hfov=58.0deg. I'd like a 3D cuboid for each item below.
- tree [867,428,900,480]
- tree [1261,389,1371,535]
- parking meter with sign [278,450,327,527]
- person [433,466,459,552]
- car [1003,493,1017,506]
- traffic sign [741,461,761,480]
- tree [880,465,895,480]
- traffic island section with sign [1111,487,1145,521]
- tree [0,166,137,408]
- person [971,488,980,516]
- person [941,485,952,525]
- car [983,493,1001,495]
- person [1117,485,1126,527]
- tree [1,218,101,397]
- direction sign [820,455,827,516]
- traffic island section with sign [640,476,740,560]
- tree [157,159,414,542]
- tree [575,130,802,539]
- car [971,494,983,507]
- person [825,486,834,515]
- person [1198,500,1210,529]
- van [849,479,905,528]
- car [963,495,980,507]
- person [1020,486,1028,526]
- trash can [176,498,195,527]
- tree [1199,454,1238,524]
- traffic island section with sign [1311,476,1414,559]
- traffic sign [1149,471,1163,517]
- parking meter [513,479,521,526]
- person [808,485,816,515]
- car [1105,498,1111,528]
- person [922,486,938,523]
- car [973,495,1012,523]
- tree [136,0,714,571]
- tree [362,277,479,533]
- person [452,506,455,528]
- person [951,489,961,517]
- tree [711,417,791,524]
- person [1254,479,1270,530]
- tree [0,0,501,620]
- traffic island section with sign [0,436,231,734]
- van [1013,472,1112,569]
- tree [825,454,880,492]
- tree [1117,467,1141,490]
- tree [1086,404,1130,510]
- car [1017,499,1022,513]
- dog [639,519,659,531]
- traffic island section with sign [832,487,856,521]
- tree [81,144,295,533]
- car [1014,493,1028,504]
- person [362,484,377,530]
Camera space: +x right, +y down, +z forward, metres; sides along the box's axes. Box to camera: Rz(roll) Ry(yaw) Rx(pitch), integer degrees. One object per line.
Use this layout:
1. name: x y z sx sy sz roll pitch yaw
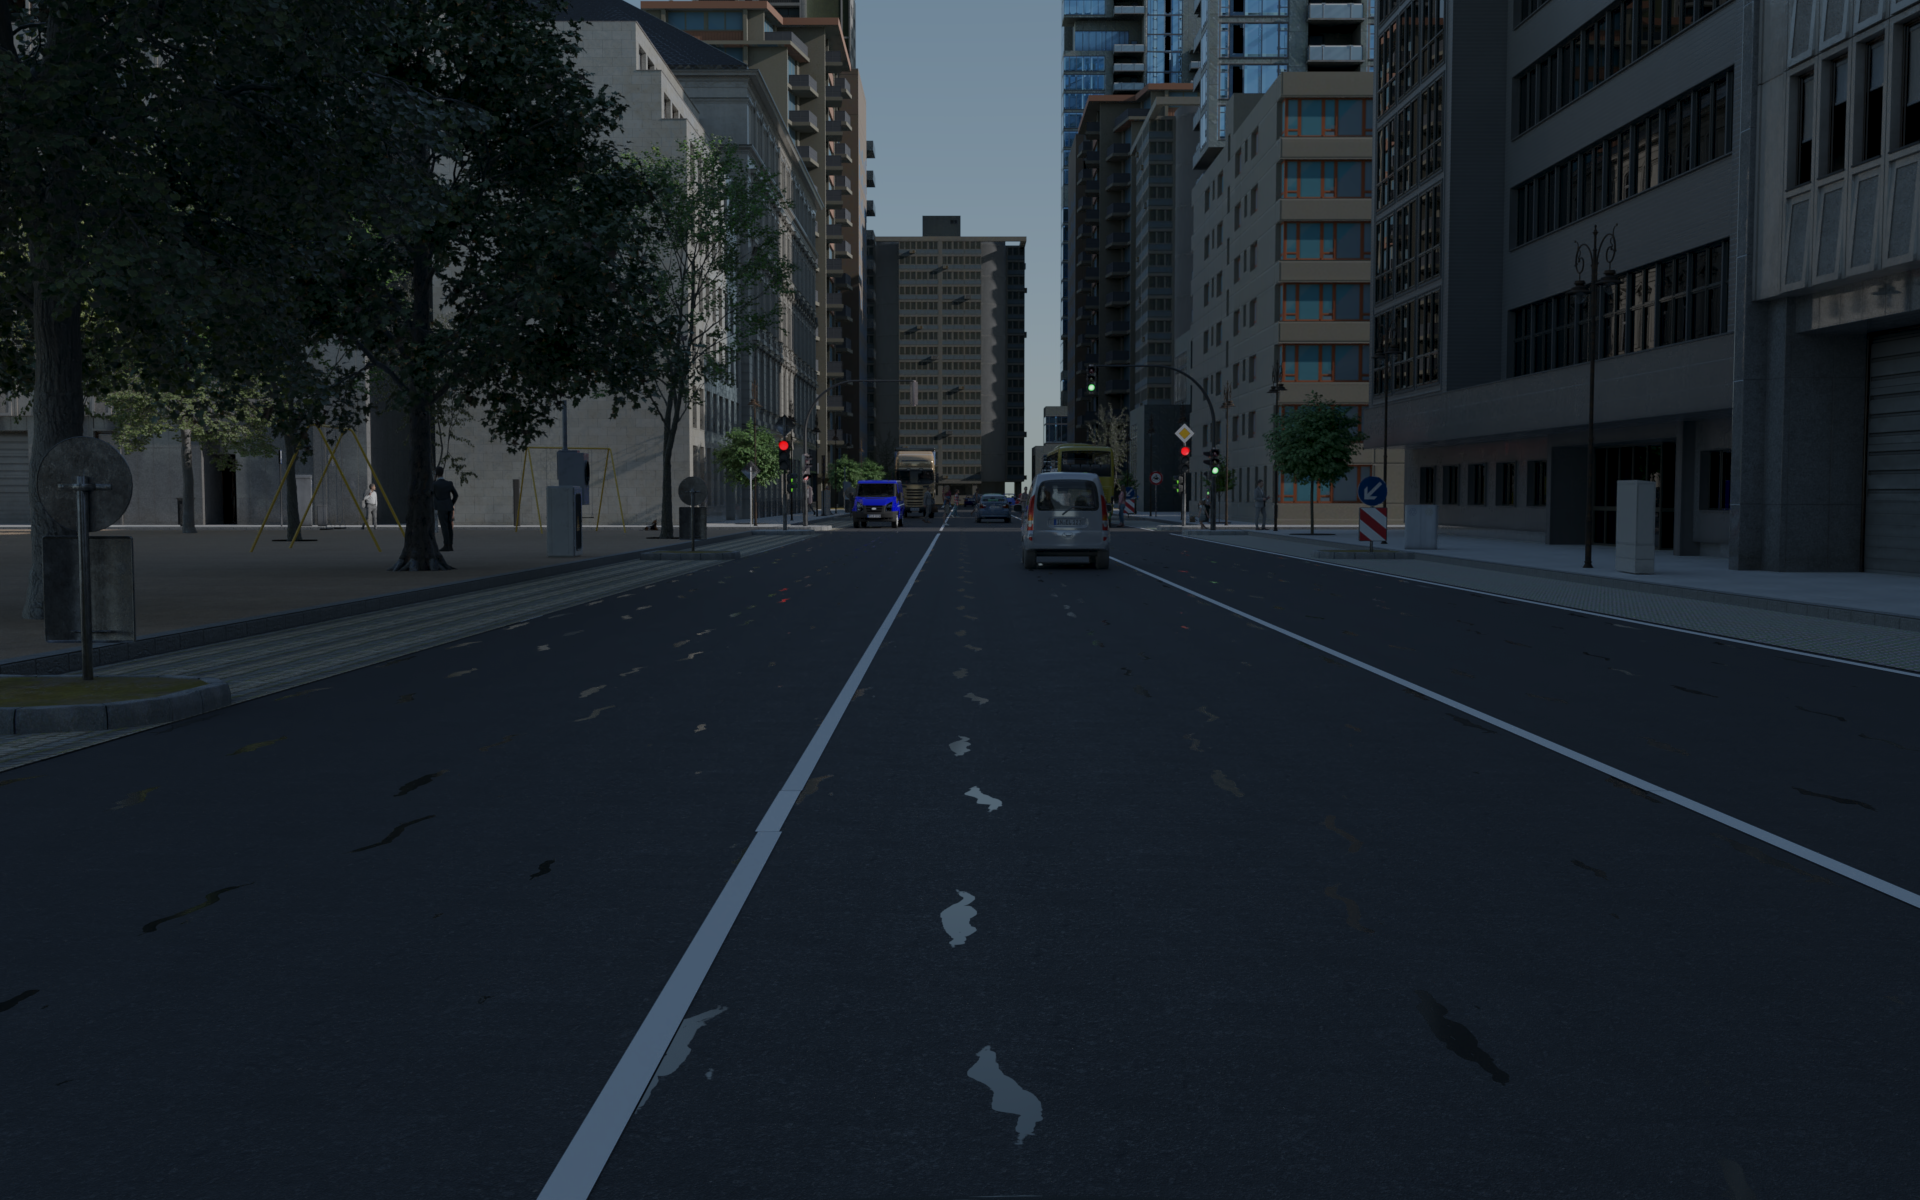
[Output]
1. tree: -8.465 -14.793 192.221 4.360 8.622 3.978 0 3 0
2. tree: 11.148 -4.317 54.292 4.285 4.588 4.351 0 3 0
3. parking meter with sign: -25.973 -4.417 68.471 1.738 3.016 0.543 -1 4 -18
4. person: -11.589 -2.039 38.743 0.474 1.900 0.648 2 4 29
5. car: 4.993 -10.192 176.232 1.945 1.707 3.694 0 4 2
6. traffic sign: -8.234 -4.180 68.078 0.795 2.593 0.064 1 4 9
7. tree: -8.036 -10.211 150.656 4.285 4.588 4.351 0 3 0
8. traffic island section with sign: 8.978 -5.220 93.981 1.989 1.847 2.006 0 3 0
9. tree: -21.009 -6.920 30.145 9.611 12.733 9.660 0 3 0
10. person: 1.082 -6.378 112.876 0.778 1.811 0.616 0 4 1
11. person: -0.620 -4.321 79.131 0.573 1.828 0.580 -3 4 -39
12. car: 2.239 -6.833 120.519 1.959 1.807 4.718 0 4 0
13. person: 7.039 -4.083 75.260 0.388 1.821 0.555 1 4 21
14. tree: -26.959 -6.848 46.371 8.767 10.594 7.601 0 4 2
15. direction sign: -7.958 -6.659 100.870 0.379 3.537 0.876 -1 4 -16
16. traffic island section with sign: -5.894 -1.806 38.151 1.989 1.847 2.006 0 3 0
17. tree: -18.196 -7.401 46.767 9.928 11.665 9.643 0 3 0
18. tree: -8.238 -7.558 49.330 9.928 11.665 9.643 0 3 0
19. car: 2.187 -11.541 200.695 2.014 1.417 4.499 0 4 -1
20. person: -8.037 -6.050 105.362 0.834 1.777 0.661 -1 4 -9
21. person: 8.929 -3.068 63.684 0.382 1.210 0.505 2 4 32
22. van: -3.486 -4.290 74.519 2.240 2.365 5.245 0 4 2
23. car: 1.302 -11.024 192.830 1.945 1.354 3.894 0 4 1
24. person: 2.952 -4.259 78.471 0.374 1.781 0.599 3 4 39
25. trash can: -30.575 -3.472 68.415 0.748 1.137 0.748 0 3 0
26. tree: 11.220 -4.959 75.673 1.663 3.219 1.824 0 3 0
27. traffic island section with sign: 8.930 -1.839 38.702 1.989 1.847 2.006 0 3 0
28. traffic sign: 10.946 -5.907 96.683 0.768 2.556 0.104 0 4 8
29. parking meter: -17.610 -3.859 68.810 0.255 1.863 0.399 -1 4 -12
30. person: -9.026 -5.968 103.724 0.850 1.850 0.679 1 4 18
31. car: 5.559 -3.970 74.704 2.009 1.686 4.222 0 4 1
32. person: -1.563 -4.777 86.724 0.853 1.813 0.709 1 4 22
33. car: 1.664 -4.629 87.681 2.014 1.417 4.499 0 4 -1
34. tree: -8.973 -6.841 28.853 9.611 12.733 9.660 0 3 0
35. tree: -17.407 -6.524 57.036 4.360 8.622 3.978 0 3 0
36. person: -19.148 -3.171 65.009 0.362 1.253 0.373 2 4 25
37. person: -0.253 -5.956 106.716 0.643 1.720 0.563 0 4 -1
38. tree: -8.921 -5.504 73.711 4.285 4.588 4.351 0 3 0
39. person: 10.714 -3.375 61.417 0.583 1.804 0.606 3 4 36
40. tree: -9.392 -6.793 17.726 9.857 13.997 8.962 0 3 0
41. traffic island section with sign: -5.917 -0.157 11.196 1.989 1.847 2.006 0 3 0
42. van: 2.074 -1.689 34.623 2.013 2.044 4.112 0 4 1
43. tree: -9.270 -9.447 138.174 4.285 4.588 4.351 0 3 0
44. tree: 12.043 -7.874 123.334 1.663 3.219 1.824 0 3 0
45. tree: 12.071 -11.504 138.448 4.360 8.622 3.978 0 3 0
46. car: 5.351 -7.405 130.854 2.009 1.686 4.222 0 4 -1
47. dog: -10.881 -2.632 60.765 0.748 0.427 0.550 0 4 -5
48. traffic island section with sign: -5.847 -5.206 93.742 1.989 1.847 2.006 0 3 0
49. tree: -25.731 -8.457 56.392 7.486 12.596 7.792 0 3 0
50. car: 5.772 -8.707 151.405 2.155 1.783 4.494 0 4 0
51. person: -22.487 -3.510 65.983 0.850 1.850 0.679 2 4 27
